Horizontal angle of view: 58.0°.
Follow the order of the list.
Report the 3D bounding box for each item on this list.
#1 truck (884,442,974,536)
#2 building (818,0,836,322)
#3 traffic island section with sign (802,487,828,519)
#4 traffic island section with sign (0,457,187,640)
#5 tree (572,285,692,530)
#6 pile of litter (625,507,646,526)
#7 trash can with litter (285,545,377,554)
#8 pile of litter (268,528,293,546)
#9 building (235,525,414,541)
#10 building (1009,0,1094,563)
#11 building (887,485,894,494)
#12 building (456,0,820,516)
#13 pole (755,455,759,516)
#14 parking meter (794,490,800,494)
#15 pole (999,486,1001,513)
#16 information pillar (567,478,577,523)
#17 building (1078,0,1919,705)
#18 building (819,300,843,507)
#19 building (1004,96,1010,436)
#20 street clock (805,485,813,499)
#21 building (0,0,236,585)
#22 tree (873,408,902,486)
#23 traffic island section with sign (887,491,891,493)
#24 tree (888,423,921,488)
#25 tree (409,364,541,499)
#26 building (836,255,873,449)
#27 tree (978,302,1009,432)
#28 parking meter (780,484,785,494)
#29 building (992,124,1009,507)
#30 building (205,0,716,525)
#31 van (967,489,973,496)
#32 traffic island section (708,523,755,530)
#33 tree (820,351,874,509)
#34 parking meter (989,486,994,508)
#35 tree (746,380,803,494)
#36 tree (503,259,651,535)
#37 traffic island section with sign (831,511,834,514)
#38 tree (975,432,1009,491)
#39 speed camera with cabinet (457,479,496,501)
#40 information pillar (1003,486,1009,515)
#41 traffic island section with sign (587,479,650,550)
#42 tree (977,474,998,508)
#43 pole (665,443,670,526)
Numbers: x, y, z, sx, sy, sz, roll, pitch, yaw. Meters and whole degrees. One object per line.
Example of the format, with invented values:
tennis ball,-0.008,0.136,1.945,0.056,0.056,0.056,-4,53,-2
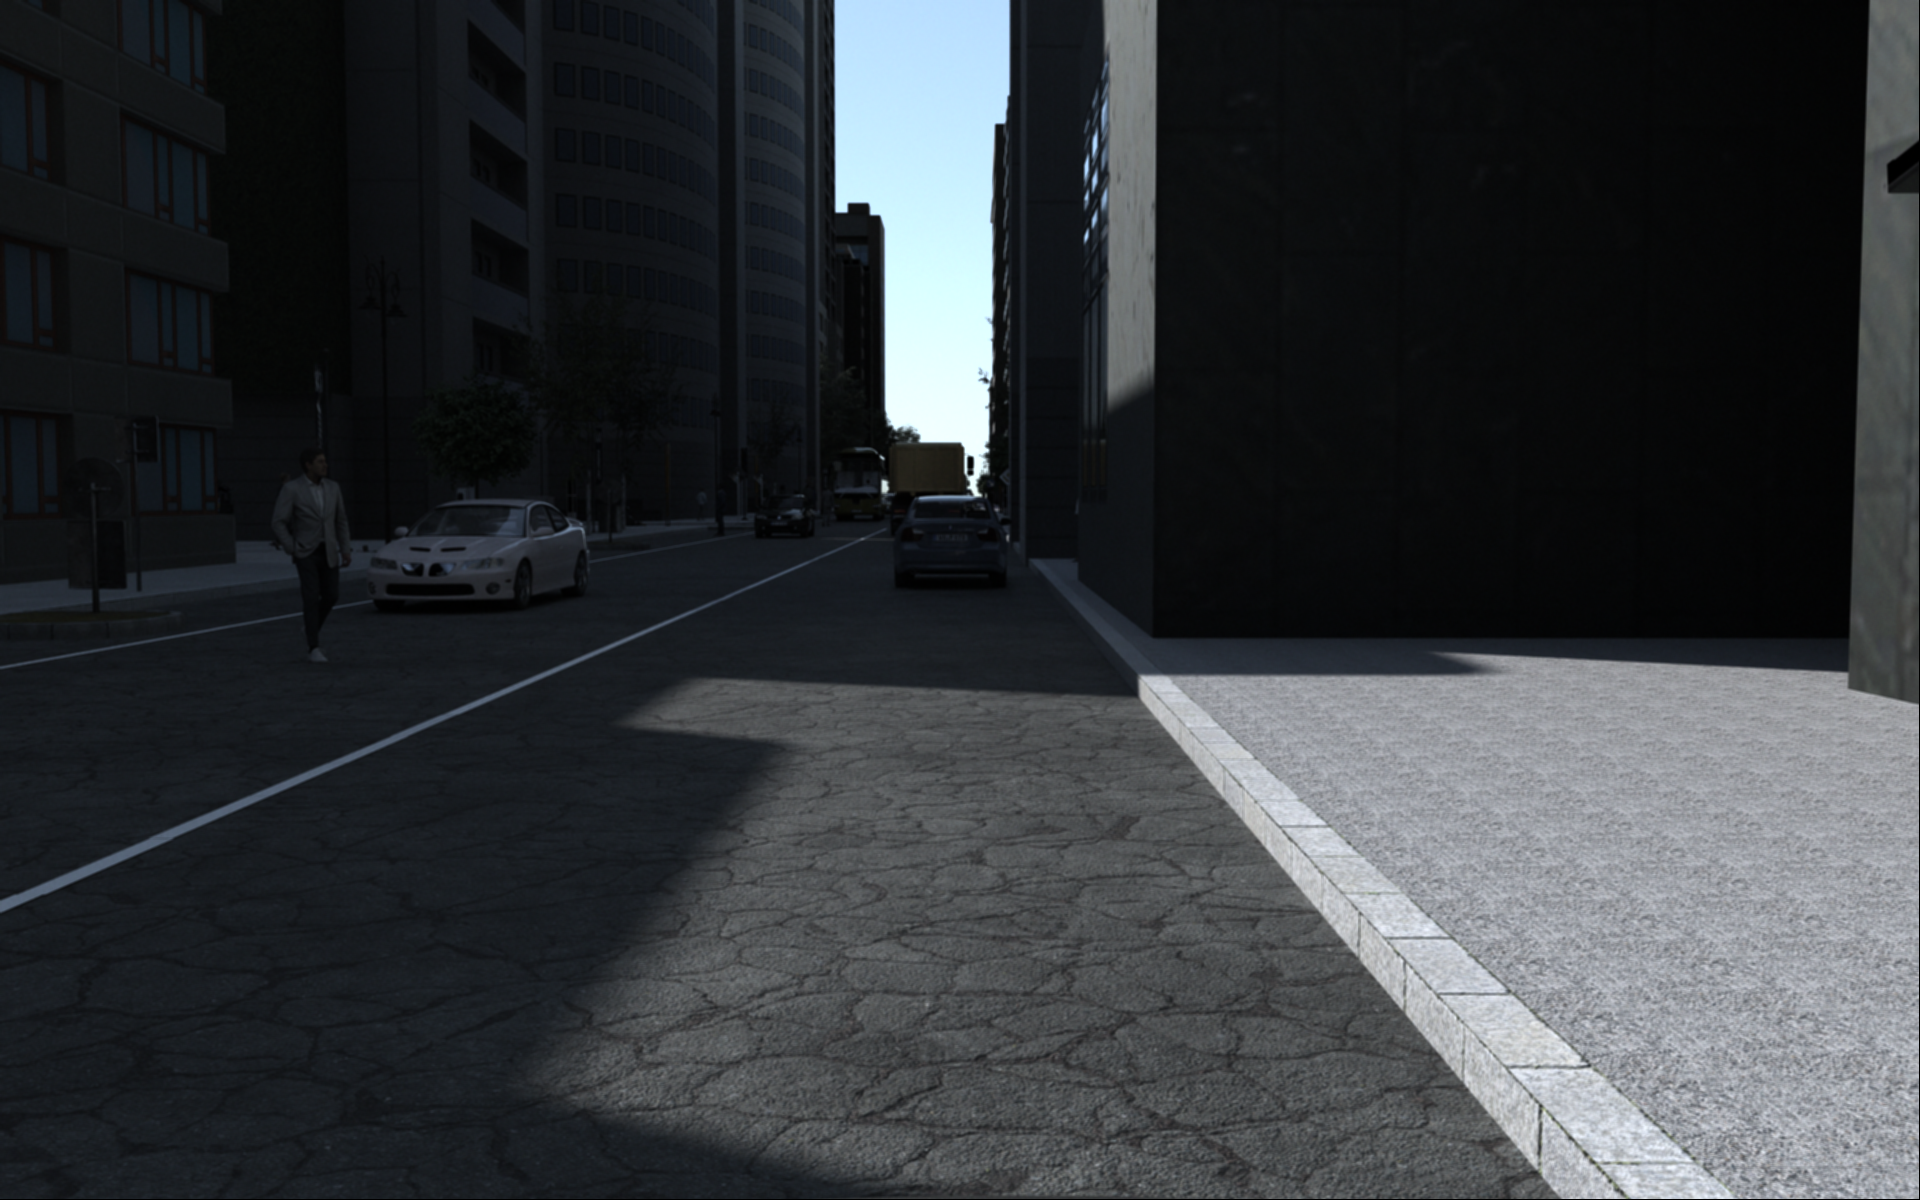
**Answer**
truck,-1.163,-4.125,63.376,3.469,3.379,9.791,0,4,0
building,-22.149,-46.088,191.792,20.563,71.187,20.611,0,4,0
traffic island section with sign,-8.850,-5.644,100.900,1.989,1.847,2.006,0,4,0
traffic island section with sign,-9.240,-0.571,17.965,1.989,1.847,2.006,0,4,0
tree,-11.858,-6.829,62.020,4.360,8.622,3.978,0,3,0
pile of litter,-13.338,-3.416,69.814,1.176,0.858,1.719,-2,4,-32
trash can with litter,-13.743,-1.651,38.055,2.233,1.210,1.678,-2,4,-29
pile of litter,-16.448,-1.801,43.414,1.719,0.858,1.176,1,4,20
building,-28.983,-31.406,55.480,28.212,58.520,21.231,0,4,0
building,11.854,-30.855,46.477,21.231,58.520,28.212,0,4,0
building,-27.117,-36.552,289.509,32.217,40.220,23.993,0,4,0
building,-22.108,-35.810,127.491,21.231,58.520,28.212,0,4,0
pole,-10.565,-5.881,90.004,0.158,3.312,0.155,0,3,0
parking meter,-10.459,-6.265,110.837,0.372,1.533,0.369,0,3,0
pole,2.728,-7.506,116.561,0.158,3.312,0.155,0,3,0
information pillar,-17.349,-4.458,77.375,0.304,2.012,0.304,1,4,17
building,12.851,-42.511,7.733,22.319,86.520,31.000,0,4,0
building,-26.260,-19.791,168.619,27.650,21.520,28.899,0,4,0
building,16.123,-34.919,190.531,23.786,49.044,30.456,0,4,0
street clock,-10.612,-7.170,121.802,0.471,2.002,0.358,0,4,5
building,-27.369,-10.532,17.232,27.650,21.520,28.899,0,4,0
tree,-11.135,-19.188,230.725,9.611,12.733,9.660,0,3,0
traffic island section with sign,-8.378,-11.970,204.334,1.989,1.847,2.006,0,4,0
tree,-10.685,-24.864,313.185,9.857,13.997,8.962,0,3,0
tree,-12.254,-3.683,43.934,4.285,4.588,4.351,0,3,0
building,-17.962,-26.828,210.343,14.160,30.474,14.107,0,4,0
tree,2.673,-7.083,66.165,4.360,8.622,3.978,0,3,0
parking meter,-10.636,-5.999,103.799,0.255,1.863,0.399,0,4,5
building,14.848,-36.259,216.532,21.300,48.544,21.600,0,4,0
building,-23.711,-33.600,91.354,21.231,58.520,28.212,0,4,0
van,0.250,-7.931,136.680,2.013,2.044,4.112,0,4,-1
traffic island section,-8.993,-2.919,70.010,2.009,0.180,2.903,0,4,0
tree,-11.869,-14.793,148.512,9.857,13.997,8.962,0,3,0
parking meter,2.377,-7.666,131.052,0.255,1.863,0.399,2,4,29
tree,-12.114,-9.830,111.089,4.360,8.622,3.978,0,3,0
tree,-11.757,-6.307,53.474,4.737,8.622,4.395,0,3,0
traffic island section with sign,-8.736,-7.292,127.854,1.989,1.847,2.006,0,4,0
tree,2.553,-5.916,80.439,4.285,4.588,4.351,0,3,0
speed camera with cabinet,-13.225,-3.239,47.298,0.660,3.252,2.038,-2,4,-30
information pillar,2.808,-6.095,104.137,0.304,2.012,0.304,2,4,26
traffic island section with sign,-9.122,-2.220,44.920,1.989,1.847,2.006,0,4,0
tree,2.948,-11.338,179.973,1.663,3.219,1.824,0,3,0
pole,-11.741,-4.629,69.528,0.158,3.312,0.155,0,3,0
